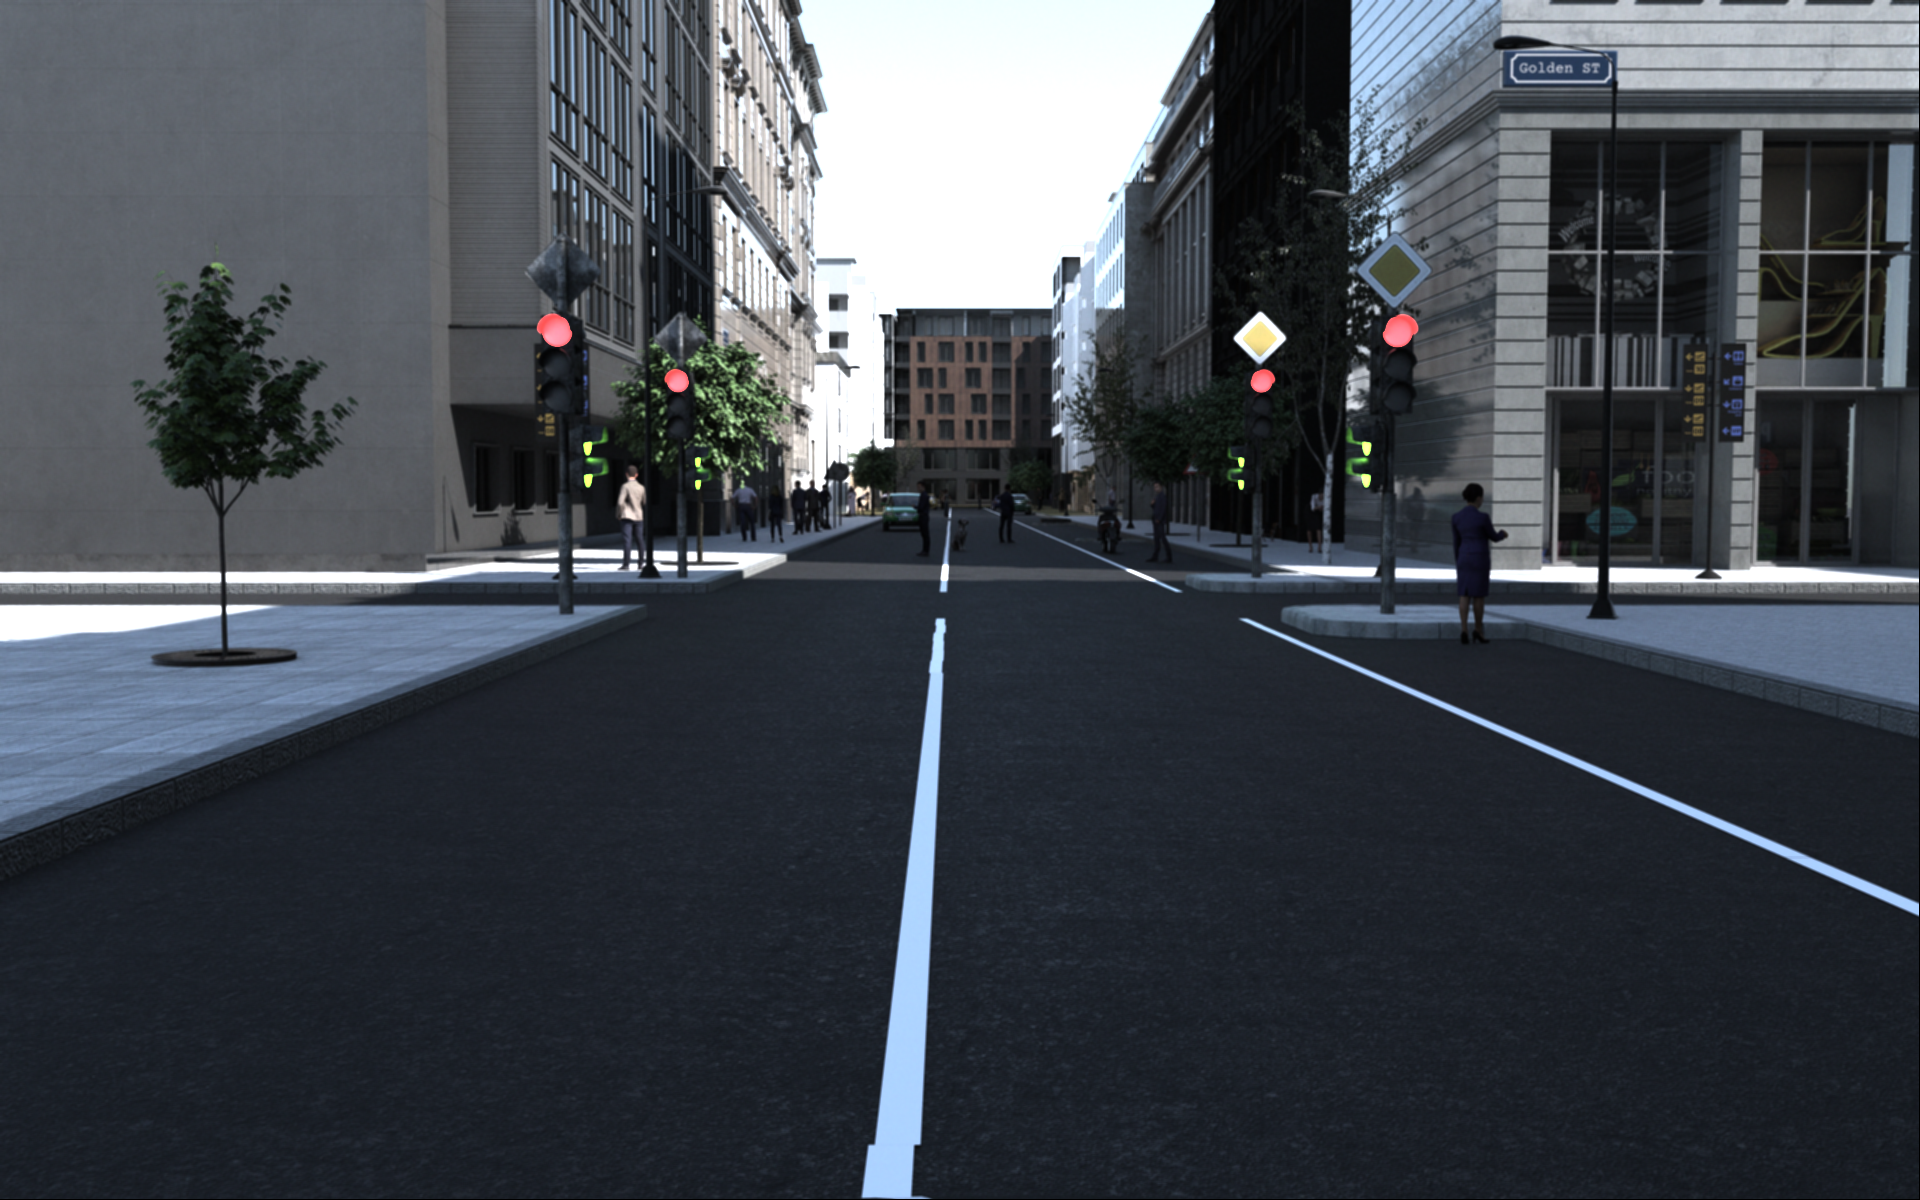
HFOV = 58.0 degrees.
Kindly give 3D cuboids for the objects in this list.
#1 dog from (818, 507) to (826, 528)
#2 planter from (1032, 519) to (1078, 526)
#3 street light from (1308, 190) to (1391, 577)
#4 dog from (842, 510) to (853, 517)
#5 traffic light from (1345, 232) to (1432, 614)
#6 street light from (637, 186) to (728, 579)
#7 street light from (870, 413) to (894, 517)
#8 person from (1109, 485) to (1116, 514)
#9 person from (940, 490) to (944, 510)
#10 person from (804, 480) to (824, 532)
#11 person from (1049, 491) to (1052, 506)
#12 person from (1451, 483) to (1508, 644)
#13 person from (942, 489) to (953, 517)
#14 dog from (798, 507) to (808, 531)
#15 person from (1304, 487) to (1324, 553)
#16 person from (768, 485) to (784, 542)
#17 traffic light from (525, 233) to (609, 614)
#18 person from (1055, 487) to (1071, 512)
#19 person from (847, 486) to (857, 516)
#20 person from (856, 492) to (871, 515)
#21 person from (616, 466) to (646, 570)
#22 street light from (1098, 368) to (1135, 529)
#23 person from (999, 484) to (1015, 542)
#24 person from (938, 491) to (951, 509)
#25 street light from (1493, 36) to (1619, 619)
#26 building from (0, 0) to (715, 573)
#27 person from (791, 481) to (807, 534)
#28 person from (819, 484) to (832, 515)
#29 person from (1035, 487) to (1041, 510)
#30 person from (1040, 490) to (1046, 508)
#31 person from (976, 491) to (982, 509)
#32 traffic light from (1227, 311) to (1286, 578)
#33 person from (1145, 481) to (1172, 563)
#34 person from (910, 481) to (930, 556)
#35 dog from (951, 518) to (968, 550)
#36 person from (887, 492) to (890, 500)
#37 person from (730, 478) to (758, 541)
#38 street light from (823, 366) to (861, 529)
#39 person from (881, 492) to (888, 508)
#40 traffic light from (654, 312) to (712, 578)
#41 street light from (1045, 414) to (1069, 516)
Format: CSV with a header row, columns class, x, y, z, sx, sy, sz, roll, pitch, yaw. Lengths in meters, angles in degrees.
class,x,y,z,sx,sy,sz,roll,pitch,yaw
dog,-5.228,-3.189,66.513,0.800,0.831,0.513,-1,4,-15
planter,4.316,-3.545,79.096,1.991,0.319,1.994,0,4,0
street light,6.027,-3.309,26.651,1.470,5.913,1.316,0,4,0
dog,-6.369,-4.839,96.857,0.748,0.427,0.550,2,4,24
traffic light,4.569,-1.787,18.469,0.839,4.213,0.868,0,4,0
street light,-4.201,-3.287,26.286,1.470,5.913,1.316,0,4,0
street light,-4.444,-7.727,98.873,1.470,5.913,1.316,0,4,0
person,7.496,-4.755,84.733,0.436,1.711,0.756,2,4,33
person,-1.714,-9.309,160.796,0.705,1.812,1.348,0,4,5
person,-4.950,-3.188,58.721,0.990,1.755,0.434,-3,5,-44
person,9.653,-10.618,183.018,0.530,1.710,0.541,-1,4,-17
person,4.975,-0.353,16.640,0.453,1.535,0.546,2,4,29
person,-0.792,-6.090,108.797,0.721,1.735,1.217,2,4,30
dog,-5.566,-2.864,61.201,0.513,0.831,0.800,0,4,-4
person,7.786,-1.746,37.784,0.628,1.438,0.799,-3,4,-39
person,-4.856,-2.286,45.958,0.613,1.512,0.480,3,5,43
traffic light,-4.192,-1.784,18.411,0.839,4.213,0.868,0,4,0
person,7.200,-7.092,122.091,1.348,1.812,0.705,-2,4,-30
person,-6.290,-5.733,100.451,0.551,1.740,0.621,-1,4,-22
person,-5.886,-5.885,105.450,0.799,1.438,0.628,-2,4,-24
person,-5.628,-1.395,29.376,0.617,1.759,0.750,-2,4,-32
street light,5.790,-5.603,64.149,1.470,5.913,1.316,0,4,0
person,1.434,-2.578,51.353,0.576,1.737,0.504,2,4,32
person,-1.439,-9.403,162.179,1.348,1.831,0.705,-1,4,-8
street light,6.105,-2.764,17.734,1.470,5.913,1.316,0,4,0
building,-14.109,-15.034,39.309,14.314,27.812,24.014,0,4,0
person,-5.138,-2.949,55.173,0.541,1.710,0.530,-1,4,-22
person,-6.332,-4.525,80.733,0.576,1.737,0.504,-2,4,-30
person,6.161,-7.929,135.705,0.705,1.821,1.348,-1,4,-15
person,7.287,-9.174,156.043,0.705,1.823,1.348,2,4,33
person,1.786,-9.418,163.209,0.721,1.735,1.217,2,4,24
traffic light,4.531,-2.276,26.454,0.839,4.213,0.868,0,4,0
person,4.180,-1.646,36.334,0.530,1.710,0.541,0,4,0
person,-0.915,-1.906,40.364,0.504,1.737,0.576,-1,4,-13
dog,0.030,-1.681,44.323,0.513,0.831,0.800,1,4,10
person,-7.622,-10.594,182.264,0.434,1.755,0.990,2,4,30
person,-5.858,-2.461,47.220,0.756,1.711,0.436,0,4,5
street light,-4.278,-5.514,62.695,1.470,5.913,1.316,0,4,0
person,-5.104,-6.699,118.757,0.628,1.438,0.799,-1,4,-17
traffic light,-4.230,-2.272,26.396,0.839,4.213,0.868,0,4,0
street light,5.646,-7.821,100.414,1.470,5.913,1.316,0,4,0
